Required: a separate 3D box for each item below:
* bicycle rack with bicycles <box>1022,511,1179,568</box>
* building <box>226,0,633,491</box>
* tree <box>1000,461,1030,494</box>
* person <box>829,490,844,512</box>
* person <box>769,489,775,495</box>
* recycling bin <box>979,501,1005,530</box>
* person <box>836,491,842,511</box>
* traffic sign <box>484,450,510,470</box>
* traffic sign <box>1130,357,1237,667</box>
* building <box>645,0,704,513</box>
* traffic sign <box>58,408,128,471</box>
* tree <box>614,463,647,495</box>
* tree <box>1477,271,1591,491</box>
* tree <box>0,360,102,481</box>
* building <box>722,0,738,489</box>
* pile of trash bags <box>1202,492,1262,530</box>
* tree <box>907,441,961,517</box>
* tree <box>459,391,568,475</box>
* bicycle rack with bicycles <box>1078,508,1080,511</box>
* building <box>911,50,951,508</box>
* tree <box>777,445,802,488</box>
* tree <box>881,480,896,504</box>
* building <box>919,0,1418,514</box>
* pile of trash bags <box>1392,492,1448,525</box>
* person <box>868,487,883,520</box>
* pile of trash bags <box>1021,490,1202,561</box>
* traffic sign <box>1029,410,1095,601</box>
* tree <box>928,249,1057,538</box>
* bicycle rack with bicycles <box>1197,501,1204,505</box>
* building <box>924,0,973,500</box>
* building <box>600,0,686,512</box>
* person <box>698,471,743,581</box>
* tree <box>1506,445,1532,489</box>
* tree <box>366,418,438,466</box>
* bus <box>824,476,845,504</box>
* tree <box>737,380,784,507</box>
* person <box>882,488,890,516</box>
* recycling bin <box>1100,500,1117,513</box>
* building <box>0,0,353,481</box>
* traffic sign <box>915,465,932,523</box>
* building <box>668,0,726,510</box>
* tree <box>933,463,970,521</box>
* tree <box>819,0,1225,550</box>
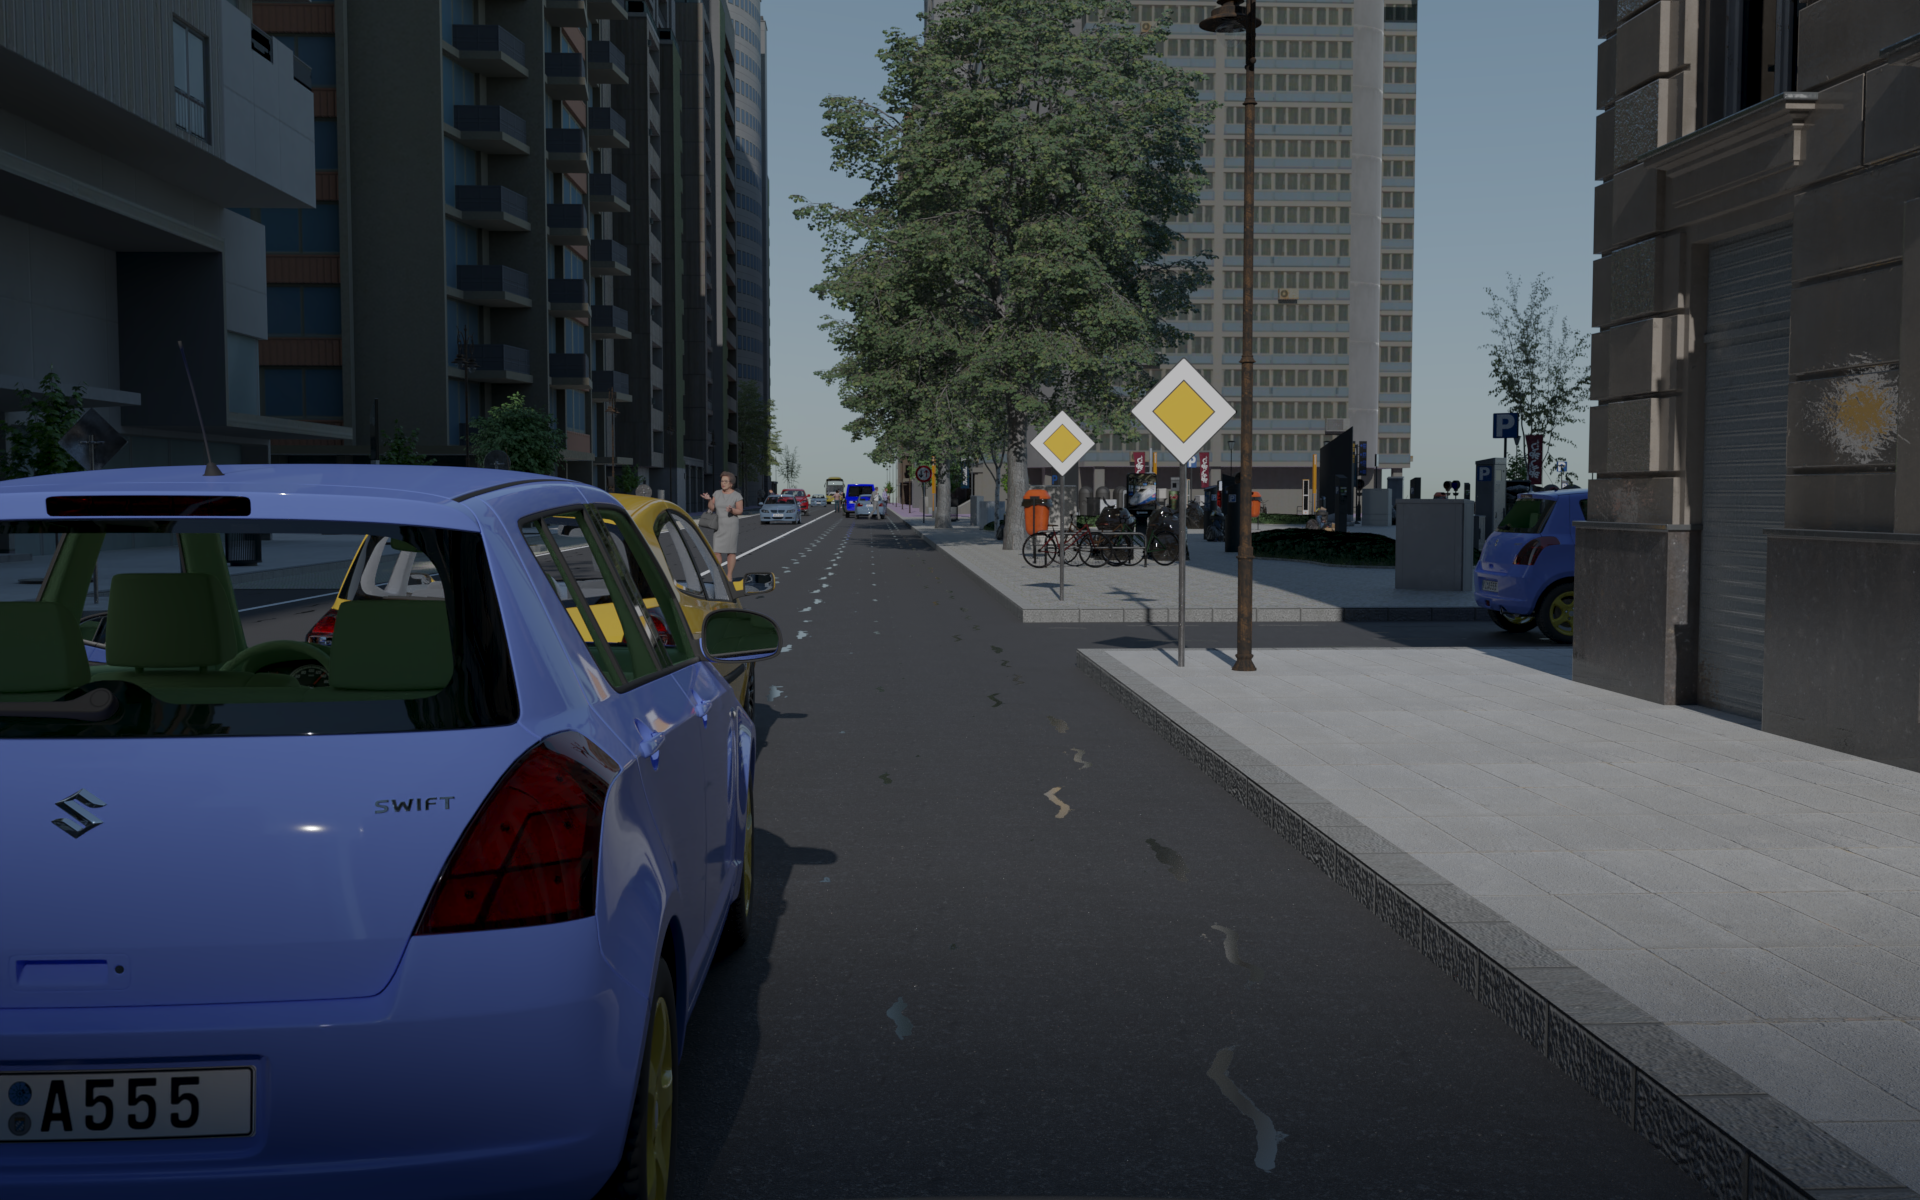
[{"bbox_3d":[2.481,-1.075,30.957,2.925,0.926,2.852,0,4,-2],"label":"bicycle rack with bicycles"},{"bbox_3d":[-26.412,-25.669,74.307,22.147,44.769,28.867,0,4,-3],"label":"building"},{"bbox_3d":[2.660,-5.729,88.273,1.663,3.219,1.824,0,3,0],"label":"tree"},{"bbox_3d":[-9.583,-7.678,134.745,1.217,1.736,0.721,-1,4,-16],"label":"person"},{"bbox_3d":[-13.012,-6.742,119.186,0.568,1.767,0.683,-2,4,-29],"label":"person"},{"bbox_3d":[1.146,-3.003,61.648,0.722,1.027,0.722,-2,4,-24],"label":"recycling bin"},{"bbox_3d":[-10.026,-8.193,143.258,0.445,1.727,0.742,1,4,22],"label":"person"},{"bbox_3d":[-13.396,-3.060,50.139,0.768,2.556,0.104,0,4,-1],"label":"traffic sign"},{"bbox_3d":[1.643,-0.561,12.811,0.795,2.450,0.064,0,4,-3],"label":"traffic sign"},{"bbox_3d":[-28.507,-41.597,118.364,20.563,71.187,20.611,0,4,-3],"label":"building"},{"bbox_3d":[-10.107,-1.013,20.211,0.795,2.450,0.064,0,4,-3],"label":"traffic sign"},{"bbox_3d":[-17.914,-6.019,93.008,1.663,3.219,1.824,0,3,0],"label":"tree"},{"bbox_3d":[18.974,-6.526,57.055,4.360,8.622,3.978,0,3,0],"label":"tree"},{"bbox_3d":[-13.038,-1.869,25.159,1.663,3.219,1.824,0,3,0],"label":"tree"},{"bbox_3d":[-31.395,-32.439,154.077,21.300,48.544,21.600,0,4,-3],"label":"building"},{"bbox_3d":[9.649,-3.262,63.085,1.912,1.369,3.447,-3,4,-38],"label":"pile of trash bags"},{"bbox_3d":[-1.153,-6.919,96.834,4.285,4.588,4.351,0,3,0],"label":"tree"},{"bbox_3d":[-14.176,-4.372,55.191,4.285,4.588,4.351,0,3,0],"label":"tree"},{"bbox_3d":[5.946,-4.338,84.311,2.852,0.926,2.925,2,4,25],"label":"bicycle rack with bicycles"},{"bbox_3d":[2.407,-29.374,163.852,14.154,41.232,14.086,0,4,-3],"label":"building"},{"bbox_3d":[-24.727,-18.421,251.539,4.360,8.622,3.978,0,3,0],"label":"tree"},{"bbox_3d":[-10.282,-15.718,251.595,1.663,3.219,1.824,0,3,0],"label":"tree"},{"bbox_3d":[13.519,-26.046,117.740,32.217,40.220,23.993,0,4,-3],"label":"building"},{"bbox_3d":[18.912,-3.784,71.618,3.447,1.369,1.912,-3,4,-36],"label":"pile of trash bags"},{"bbox_3d":[-4.637,-5.259,94.591,0.850,1.850,0.679,1,4,11],"label":"person"},{"bbox_3d":[2.889,-1.501,34.294,3.447,1.369,1.912,1,4,15],"label":"pile of trash bags"},{"bbox_3d":[1.222,-1.049,20.786,0.795,2.450,0.064,0,4,-3],"label":"traffic sign"},{"bbox_3d":[1.048,-6.097,50.045,4.360,8.622,3.978,0,3,0],"label":"tree"},{"bbox_3d":[12.293,-4.421,85.672,2.925,0.926,2.852,-1,4,-20],"label":"bicycle rack with bicycles"},{"bbox_3d":[10.850,-33.868,142.987,28.713,52.752,27.495,0,4,-3],"label":"building"},{"bbox_3d":[-24.113,-20.211,102.151,14.160,30.474,14.107,0,4,-3],"label":"building"},{"bbox_3d":[-3.744,-1.103,26.899,0.716,1.782,0.532,1,4,13],"label":"person"},{"bbox_3d":[21.734,-4.477,67.792,1.663,3.219,1.824,0,3,0],"label":"tree"},{"bbox_3d":[-14.314,-3.029,44.124,1.663,3.219,1.824,0,3,0],"label":"tree"},{"bbox_3d":[-17.734,-15.542,245.653,2.896,3.916,12.252,0,4,-4],"label":"bus"},{"bbox_3d":[-21.187,-15.489,171.374,7.486,12.596,7.792,0,3,0],"label":"tree"},{"bbox_3d":[-4.816,-6.475,114.230,0.599,1.838,0.709,1,4,22],"label":"person"},{"bbox_3d":[6.740,-4.042,78.643,0.722,1.027,0.722,1,4,8],"label":"recycling bin"},{"bbox_3d":[-29.438,-27.095,32.235,28.713,52.752,27.495,0,4,-3],"label":"building"},{"bbox_3d":[-1.589,-4.651,76.147,0.768,2.556,0.104,0,4,5],"label":"traffic sign"},{"bbox_3d":[-26.006,-27.716,136.749,14.154,41.232,14.086,0,4,-3],"label":"building"},{"bbox_3d":[-0.620,-5.457,83.827,1.663,3.219,1.824,0,3,0],"label":"tree"},{"bbox_3d":[1.199,-8.126,39.522,9.857,13.997,8.962,0,3,0],"label":"tree"}]
